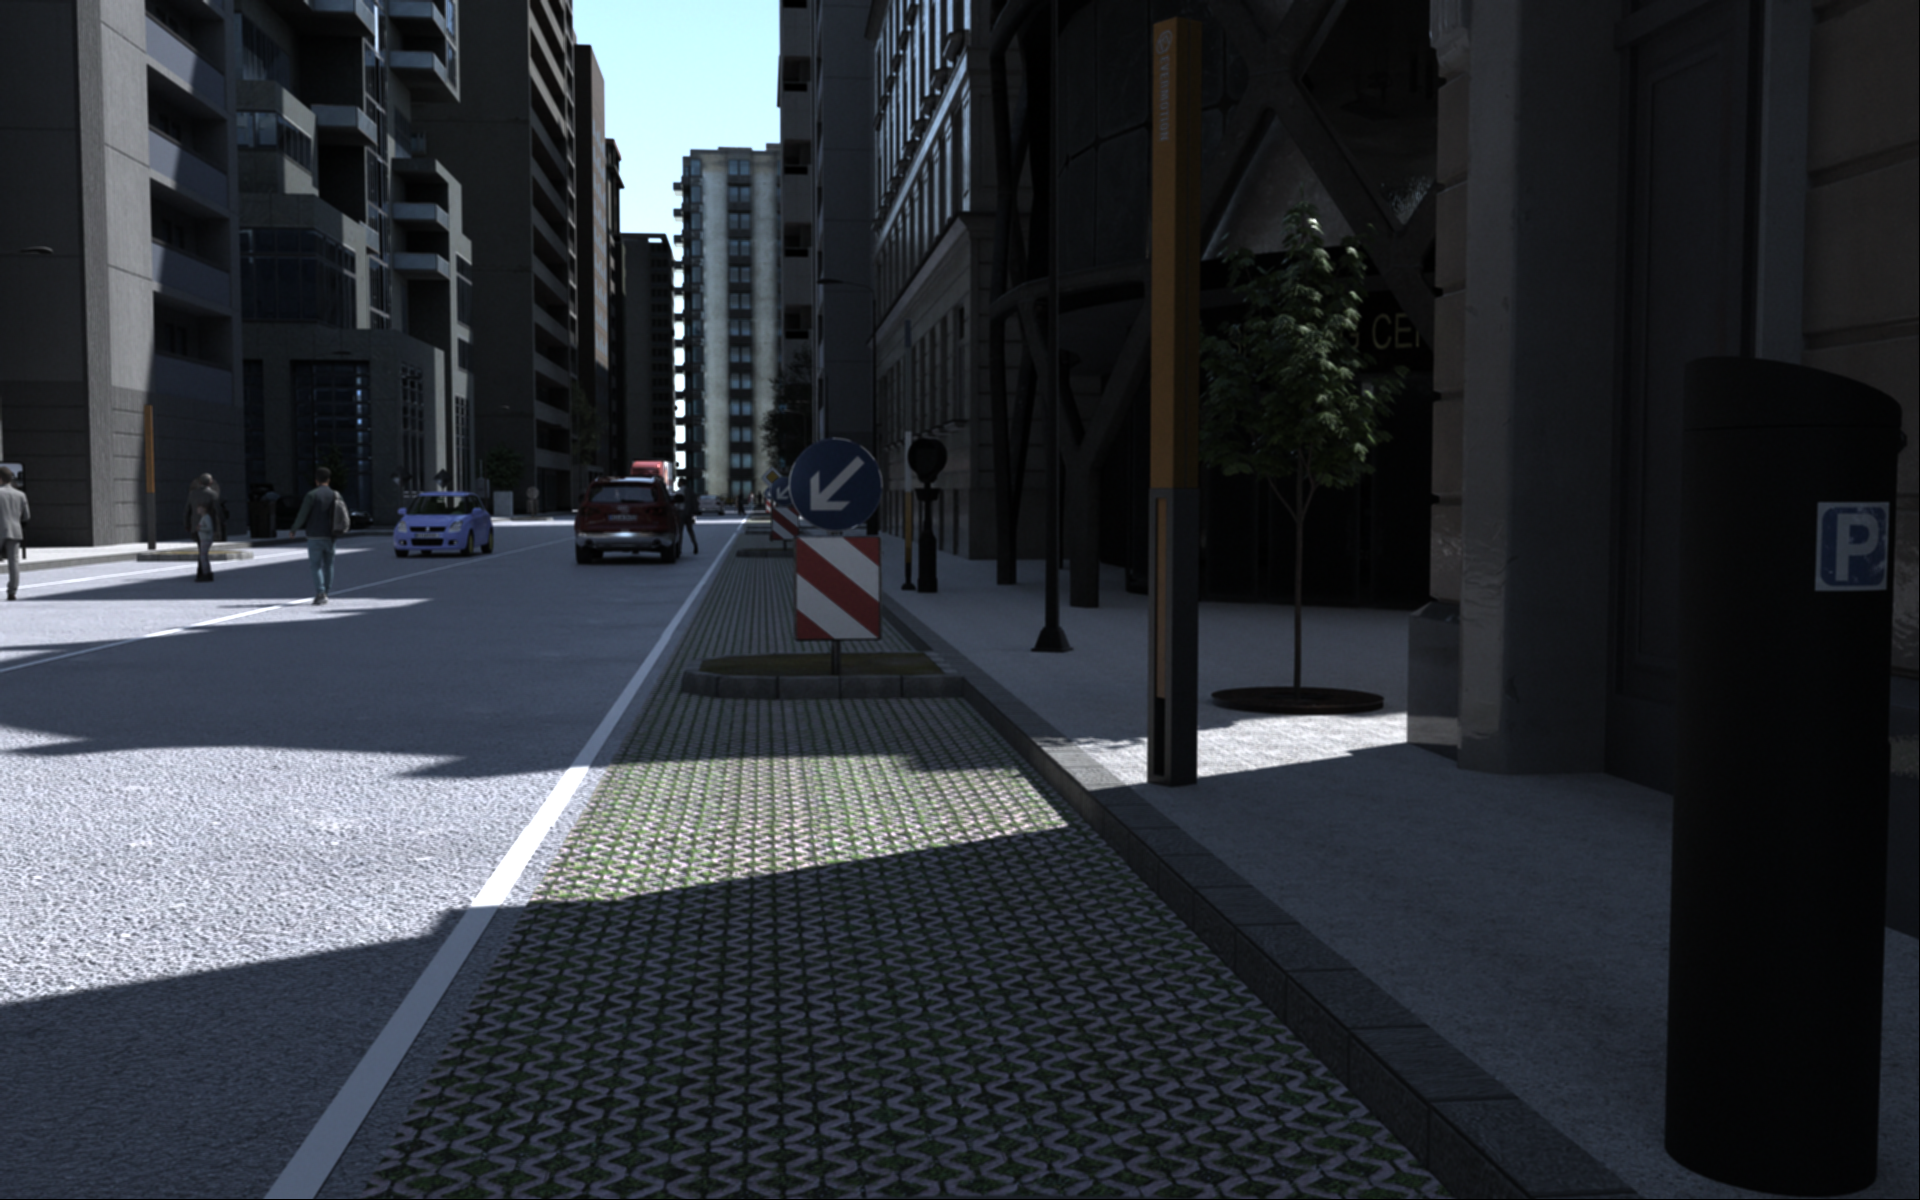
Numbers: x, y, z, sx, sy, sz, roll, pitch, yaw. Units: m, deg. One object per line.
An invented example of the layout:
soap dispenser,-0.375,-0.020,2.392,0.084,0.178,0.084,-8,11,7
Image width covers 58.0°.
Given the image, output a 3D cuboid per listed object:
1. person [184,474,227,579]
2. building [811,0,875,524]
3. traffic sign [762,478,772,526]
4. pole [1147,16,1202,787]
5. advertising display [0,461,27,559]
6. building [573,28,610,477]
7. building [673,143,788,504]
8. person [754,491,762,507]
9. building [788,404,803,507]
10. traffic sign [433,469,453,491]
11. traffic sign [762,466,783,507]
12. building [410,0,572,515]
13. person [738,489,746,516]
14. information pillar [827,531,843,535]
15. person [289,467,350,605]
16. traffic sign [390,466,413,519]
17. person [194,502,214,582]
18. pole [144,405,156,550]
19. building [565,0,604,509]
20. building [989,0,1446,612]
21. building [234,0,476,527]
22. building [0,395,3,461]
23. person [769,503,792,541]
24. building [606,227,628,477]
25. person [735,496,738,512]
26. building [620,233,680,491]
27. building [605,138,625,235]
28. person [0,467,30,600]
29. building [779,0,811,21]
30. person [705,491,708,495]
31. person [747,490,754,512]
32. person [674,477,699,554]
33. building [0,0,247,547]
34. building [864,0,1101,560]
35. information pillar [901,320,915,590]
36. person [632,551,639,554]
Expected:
person,-12.839,-1.262,29.531,0.661,1.777,0.834,0,4,1
building,7.555,-32.848,79.064,28.212,58.520,21.231,0,4,-7
traffic sign,-7.616,-4.053,69.914,0.795,2.450,0.064,0,4,-7
pole,0.940,-0.840,7.581,0.158,3.312,0.155,0,3,0
advertising display,-18.848,-1.756,33.932,0.974,1.923,0.123,-2,4,-35
building,-42.218,-31.781,169.730,14.600,45.320,14.200,0,4,-7
building,-23.816,-37.890,239.115,30.456,49.044,23.786,0,4,-7
person,-22.186,-11.107,190.622,0.750,1.759,0.617,-2,4,-31
building,-5.873,-33.254,167.402,21.300,48.544,21.600,0,4,-7
traffic sign,-20.429,-3.965,68.473,0.795,2.450,0.064,0,4,-7
traffic sign,-6.707,-3.568,61.980,0.795,2.450,0.064,0,4,-7
building,-38.009,-30.035,114.770,21.300,48.544,21.600,0,4,-7
person,-14.605,-6.521,115.544,0.576,1.772,0.534,2,4,32
information pillar,-3.320,-2.536,45.958,0.304,2.012,0.304,2,4,32
person,-8.331,-0.843,22.636,0.721,1.781,0.623,2,4,31
traffic sign,-19.520,-3.480,60.539,0.795,2.450,0.064,0,4,-7
person,-12.362,-0.950,28.313,0.425,1.301,0.394,3,5,39
pole,-18.617,-2.811,39.809,0.158,3.312,0.155,0,3,0
building,-42.352,-43.620,151.439,20.563,71.187,20.611,0,4,-7
building,8.686,-9.574,23.992,16.820,18.784,16.811,0,4,-7
building,-34.887,-46.901,79.508,22.319,86.520,31.000,0,4,-7
building,-26.997,-15.751,29.233,14.160,30.474,14.107,0,4,-7
person,-5.351,-2.662,52.124,0.778,1.811,0.616,-3,5,-40
building,-43.214,-25.266,184.795,14.160,30.474,14.107,0,4,-7
person,-17.712,-7.636,137.616,0.475,1.303,0.640,2,4,28
building,-51.679,-33.544,240.332,23.993,40.220,32.217,0,4,-7
building,-53.067,-33.675,205.202,28.867,44.769,22.147,0,4,-7
person,-12.956,-0.900,23.413,0.583,1.804,0.606,2,4,31
building,0.496,-32.846,126.273,28.713,52.752,27.495,0,4,-7
person,-28.237,-11.273,193.369,0.434,1.755,0.990,-2,4,-28
person,-16.860,-7.971,139.666,0.563,1.720,0.643,-3,4,-36
person,-6.555,-2.011,41.487,0.679,1.850,0.850,-3,5,-44
building,-36.000,-30.891,47.075,28.212,58.520,21.231,0,4,-7
building,5.772,-13.131,47.982,16.112,22.955,30.059,0,4,-7
information pillar,-0.692,-1.943,23.115,0.183,3.616,0.504,0,4,-2
person,-7.868,-2.033,41.868,0.709,1.813,0.853,-3,4,-37
